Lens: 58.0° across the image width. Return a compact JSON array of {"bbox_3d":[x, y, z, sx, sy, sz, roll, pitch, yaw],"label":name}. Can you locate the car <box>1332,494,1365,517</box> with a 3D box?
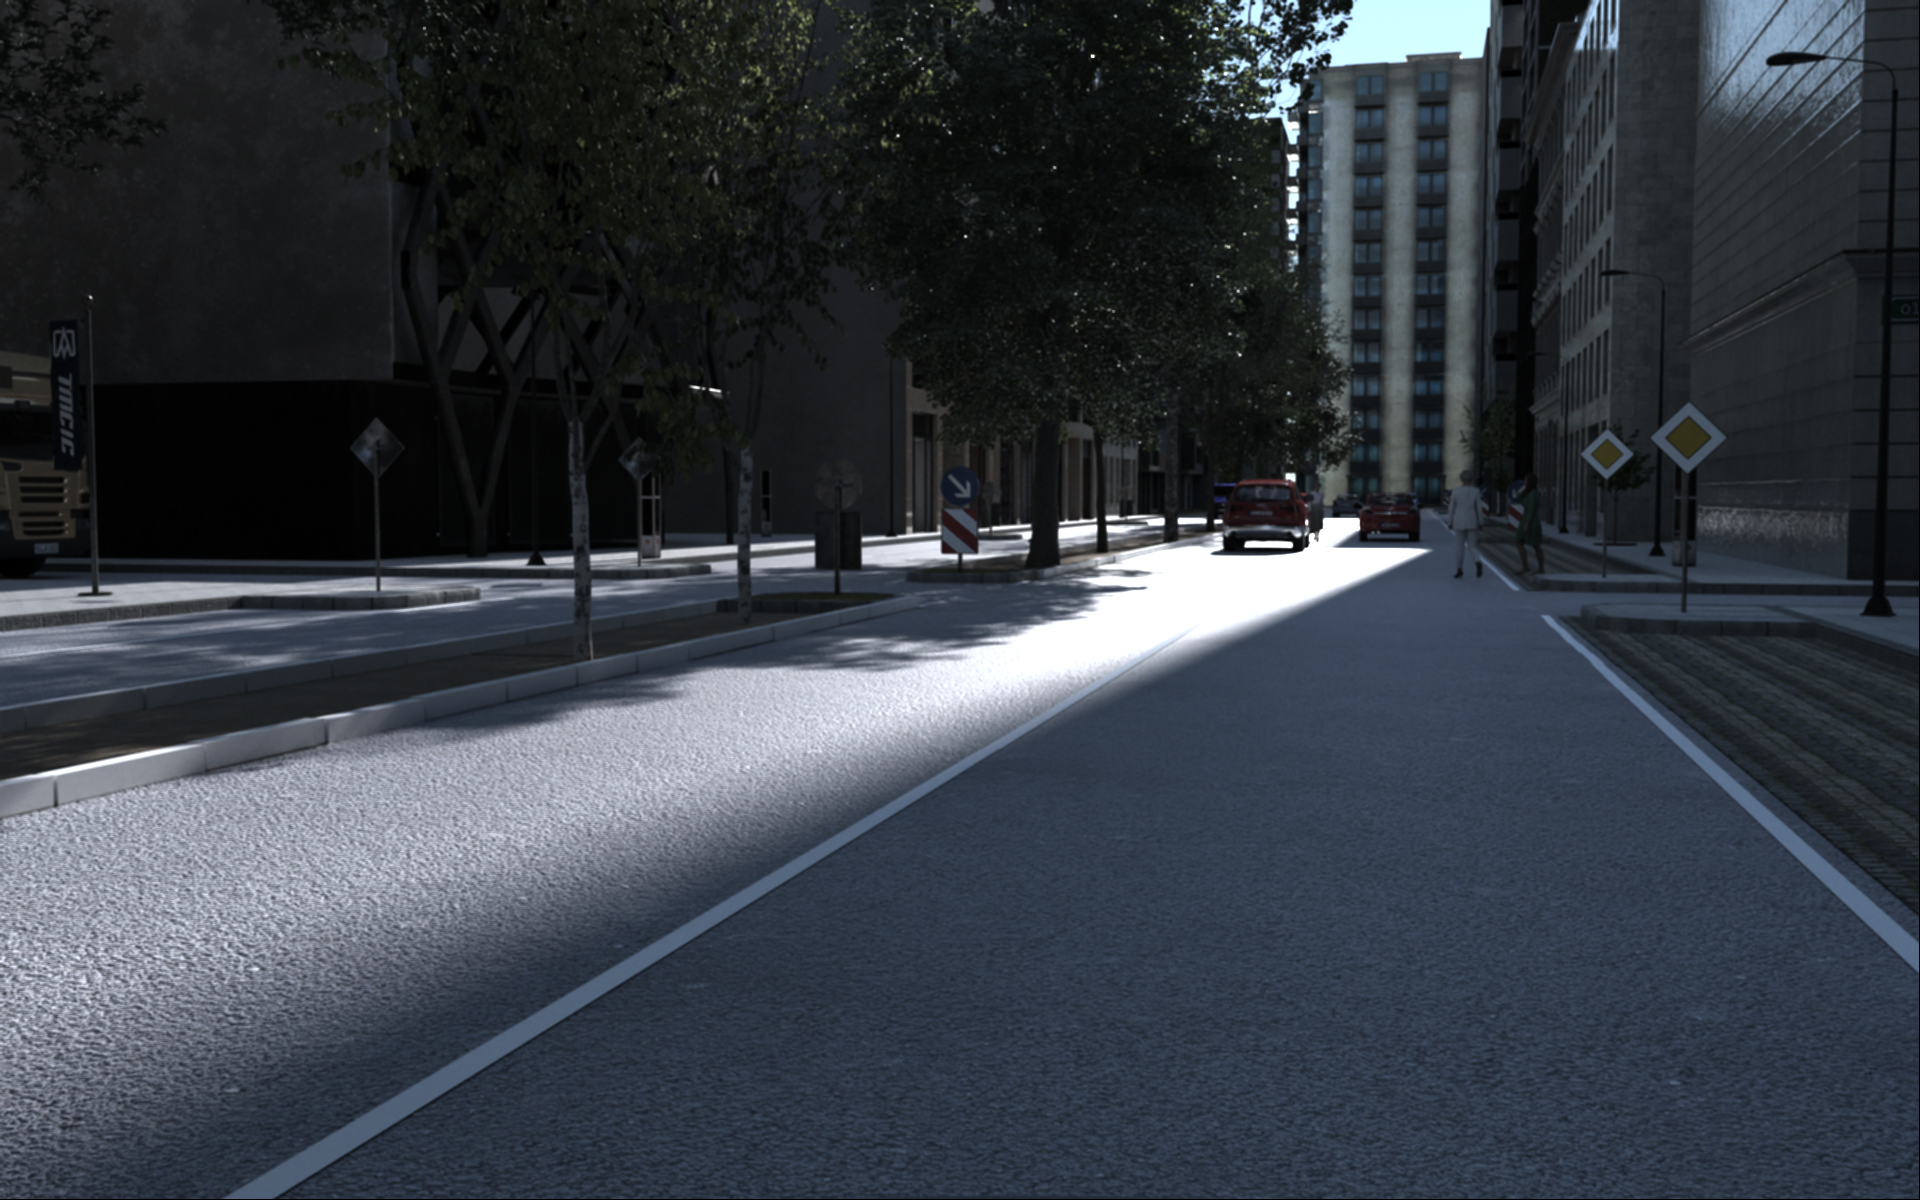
[{"bbox_3d":[24.378,-5.916,108.733,2.014,1.417,4.499,1,4,16],"label":"car"}]

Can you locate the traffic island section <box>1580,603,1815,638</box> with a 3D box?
[{"bbox_3d":[7.879,0.212,18.810,2.009,0.180,2.903,1,4,15],"label":"traffic island section"}]

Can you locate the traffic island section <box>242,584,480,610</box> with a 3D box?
[{"bbox_3d":[-7.694,-0.035,22.855,2.009,0.180,2.903,1,4,15],"label":"traffic island section"}]

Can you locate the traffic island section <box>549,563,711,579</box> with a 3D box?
[{"bbox_3d":[-5.682,-0.508,30.583,2.009,0.180,2.903,1,4,15],"label":"traffic island section"}]

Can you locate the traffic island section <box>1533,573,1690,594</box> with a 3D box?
[{"bbox_3d":[9.891,-0.260,26.539,2.009,0.180,2.903,1,4,15],"label":"traffic island section"}]

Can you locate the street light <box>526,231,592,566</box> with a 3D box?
[{"bbox_3d":[-7.114,-3.569,30.897,1.470,5.913,1.316,1,4,15],"label":"street light"}]

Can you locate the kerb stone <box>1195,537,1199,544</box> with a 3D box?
[{"bbox_3d":[6.656,-1.674,49.625,0.120,0.150,1.000,1,4,15],"label":"kerb stone"}]

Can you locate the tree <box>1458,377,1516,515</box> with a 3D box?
[{"bbox_3d":[33.513,-9.663,108.352,4.737,8.622,4.395,0,3,0],"label":"tree"}]

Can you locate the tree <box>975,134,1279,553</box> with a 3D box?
[{"bbox_3d":[3.563,-6.428,41.964,8.767,10.594,7.601,1,4,15],"label":"tree"}]

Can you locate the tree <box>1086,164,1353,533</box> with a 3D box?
[{"bbox_3d":[9.334,-9.247,64.013,12.009,13.543,11.850,0,3,0],"label":"tree"}]

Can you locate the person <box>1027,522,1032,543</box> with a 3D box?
[{"bbox_3d":[2.170,-2.343,47.160,0.624,1.780,0.694,1,4,18],"label":"person"}]

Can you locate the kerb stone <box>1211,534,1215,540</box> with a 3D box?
[{"bbox_3d":[7.689,-1.921,53.600,0.120,0.150,1.000,1,4,15],"label":"kerb stone"}]

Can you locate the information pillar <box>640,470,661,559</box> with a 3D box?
[{"bbox_3d":[-6.174,-1.838,34.544,0.304,2.012,0.304,1,4,16],"label":"information pillar"}]

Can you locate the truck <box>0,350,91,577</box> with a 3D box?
[{"bbox_3d":[-19.964,-2.510,29.951,11.283,4.237,2.839,1,4,15],"label":"truck"}]

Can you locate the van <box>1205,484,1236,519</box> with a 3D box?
[{"bbox_3d":[15.380,-5.827,99.658,2.240,2.365,5.245,1,4,14],"label":"van"}]

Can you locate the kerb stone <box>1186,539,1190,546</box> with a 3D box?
[{"bbox_3d":[6.140,-1.557,47.646,0.120,0.150,1.000,1,4,15],"label":"kerb stone"}]

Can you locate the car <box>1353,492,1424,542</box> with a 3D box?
[{"bbox_3d":[13.351,-2.745,53.924,2.155,1.783,4.494,1,4,13],"label":"car"}]

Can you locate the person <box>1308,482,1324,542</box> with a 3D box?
[{"bbox_3d":[10.758,-2.664,52.285,0.478,1.798,0.641,1,4,16],"label":"person"}]

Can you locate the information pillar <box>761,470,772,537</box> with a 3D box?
[{"bbox_3d":[-5.796,-2.897,51.861,0.304,2.012,0.304,0,4,0],"label":"information pillar"}]

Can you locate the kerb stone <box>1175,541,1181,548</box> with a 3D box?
[{"bbox_3d":[5.630,-1.434,45.665,0.120,0.150,1.000,1,4,15],"label":"kerb stone"}]

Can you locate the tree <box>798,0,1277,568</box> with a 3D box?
[{"bbox_3d":[1.629,-7.593,33.257,9.857,13.997,8.962,0,3,0],"label":"tree"}]

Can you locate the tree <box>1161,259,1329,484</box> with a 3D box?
[{"bbox_3d":[12.278,-9.020,75.689,9.928,11.665,9.643,0,3,0],"label":"tree"}]

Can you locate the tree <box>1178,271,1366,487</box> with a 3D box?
[{"bbox_3d":[15.512,-10.265,87.293,9.611,12.733,9.660,0,3,0],"label":"tree"}]

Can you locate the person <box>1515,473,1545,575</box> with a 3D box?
[{"bbox_3d":[9.994,-1.319,30.305,0.529,1.795,0.600,1,4,14],"label":"person"}]

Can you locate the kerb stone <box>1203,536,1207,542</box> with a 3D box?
[{"bbox_3d":[7.175,-1.799,51.617,0.120,0.150,1.000,1,4,15],"label":"kerb stone"}]

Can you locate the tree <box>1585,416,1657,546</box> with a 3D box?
[{"bbox_3d":[16.346,-2.969,43.140,1.663,3.219,1.824,0,3,0],"label":"tree"}]

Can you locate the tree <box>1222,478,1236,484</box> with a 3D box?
[{"bbox_3d":[22.551,-10.138,149.468,4.285,4.588,4.351,0,3,0],"label":"tree"}]

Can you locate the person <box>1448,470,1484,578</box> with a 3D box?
[{"bbox_3d":[8.578,-1.279,29.285,0.514,1.842,0.818,0,4,-7],"label":"person"}]

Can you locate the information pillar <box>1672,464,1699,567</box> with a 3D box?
[{"bbox_3d":[12.877,-1.605,30.741,0.304,2.012,0.304,0,4,-5],"label":"information pillar"}]

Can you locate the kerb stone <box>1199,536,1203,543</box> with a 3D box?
[{"bbox_3d":[6.911,-1.737,50.625,0.120,0.150,1.000,1,4,15],"label":"kerb stone"}]

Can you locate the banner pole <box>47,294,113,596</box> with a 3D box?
[{"bbox_3d":[-11.173,-1.951,21.915,0.863,3.779,0.401,1,4,20],"label":"banner pole"}]

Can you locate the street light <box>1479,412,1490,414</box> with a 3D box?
[{"bbox_3d":[30.188,-7.699,98.422,1.470,5.913,1.316,1,4,15],"label":"street light"}]

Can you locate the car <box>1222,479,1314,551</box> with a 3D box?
[{"bbox_3d":[7.991,-2.218,44.938,2.281,1.827,5.304,1,4,14],"label":"car"}]

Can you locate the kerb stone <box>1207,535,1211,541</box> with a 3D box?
[{"bbox_3d":[7.432,-1.855,52.611,0.120,0.150,1.000,1,4,15],"label":"kerb stone"}]

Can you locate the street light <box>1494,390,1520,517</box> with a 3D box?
[{"bbox_3d":[24.697,-6.429,77.658,1.470,5.913,1.316,1,4,15],"label":"street light"}]

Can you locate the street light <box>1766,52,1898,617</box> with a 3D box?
[{"bbox_3d":[9.173,-2.796,18.253,1.470,5.913,1.316,1,4,15],"label":"street light"}]

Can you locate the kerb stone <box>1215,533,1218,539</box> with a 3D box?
[{"bbox_3d":[7.953,-1.978,54.597,0.120,0.150,1.000,1,4,15],"label":"kerb stone"}]

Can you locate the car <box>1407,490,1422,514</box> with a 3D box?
[{"bbox_3d":[31.122,-6.784,120.511,1.945,1.707,3.694,1,4,14],"label":"car"}]

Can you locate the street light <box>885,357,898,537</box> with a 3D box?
[{"bbox_3d":[-1.530,-4.838,51.637,1.470,5.913,1.316,1,4,15],"label":"street light"}]

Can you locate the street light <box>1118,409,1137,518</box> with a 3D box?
[{"bbox_3d":[9.271,-7.383,93.252,1.470,5.913,1.316,1,4,15],"label":"street light"}]

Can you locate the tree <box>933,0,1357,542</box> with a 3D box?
[{"bbox_3d":[5.279,-11.829,51.752,12.611,20.169,13.585,0,3,0],"label":"tree"}]

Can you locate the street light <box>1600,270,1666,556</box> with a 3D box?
[{"bbox_3d":[13.931,-3.874,35.875,1.470,5.913,1.316,1,4,15],"label":"street light"}]

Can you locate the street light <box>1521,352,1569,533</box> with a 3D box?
[{"bbox_3d":[19.255,-5.146,56.682,1.470,5.913,1.316,1,4,15],"label":"street light"}]

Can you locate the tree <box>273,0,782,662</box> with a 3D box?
[{"bbox_3d":[-3.236,-3.759,14.272,4.737,8.622,4.395,0,3,0],"label":"tree"}]

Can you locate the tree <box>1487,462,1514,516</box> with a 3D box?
[{"bbox_3d":[32.425,-6.633,103.055,1.663,3.219,1.824,0,3,0],"label":"tree"}]

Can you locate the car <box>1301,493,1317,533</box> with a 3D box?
[{"bbox_3d":[12.451,-3.400,64.625,2.155,1.783,4.494,1,4,16],"label":"car"}]

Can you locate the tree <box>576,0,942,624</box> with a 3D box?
[{"bbox_3d":[-2.322,-4.050,19.037,4.360,8.622,3.978,0,3,0],"label":"tree"}]

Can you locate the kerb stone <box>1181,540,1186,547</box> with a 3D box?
[{"bbox_3d":[5.886,-1.495,46.656,0.120,0.150,1.000,1,4,15],"label":"kerb stone"}]

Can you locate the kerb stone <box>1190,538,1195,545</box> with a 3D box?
[{"bbox_3d":[6.405,-1.617,48.633,0.120,0.150,1.000,1,4,15],"label":"kerb stone"}]

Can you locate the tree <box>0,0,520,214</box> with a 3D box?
[{"bbox_3d":[-5.134,-4.365,8.240,8.767,10.594,7.601,1,4,15],"label":"tree"}]

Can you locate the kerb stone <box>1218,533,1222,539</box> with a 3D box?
[{"bbox_3d":[8.212,-2.040,55.587,0.120,0.150,1.000,1,4,15],"label":"kerb stone"}]
